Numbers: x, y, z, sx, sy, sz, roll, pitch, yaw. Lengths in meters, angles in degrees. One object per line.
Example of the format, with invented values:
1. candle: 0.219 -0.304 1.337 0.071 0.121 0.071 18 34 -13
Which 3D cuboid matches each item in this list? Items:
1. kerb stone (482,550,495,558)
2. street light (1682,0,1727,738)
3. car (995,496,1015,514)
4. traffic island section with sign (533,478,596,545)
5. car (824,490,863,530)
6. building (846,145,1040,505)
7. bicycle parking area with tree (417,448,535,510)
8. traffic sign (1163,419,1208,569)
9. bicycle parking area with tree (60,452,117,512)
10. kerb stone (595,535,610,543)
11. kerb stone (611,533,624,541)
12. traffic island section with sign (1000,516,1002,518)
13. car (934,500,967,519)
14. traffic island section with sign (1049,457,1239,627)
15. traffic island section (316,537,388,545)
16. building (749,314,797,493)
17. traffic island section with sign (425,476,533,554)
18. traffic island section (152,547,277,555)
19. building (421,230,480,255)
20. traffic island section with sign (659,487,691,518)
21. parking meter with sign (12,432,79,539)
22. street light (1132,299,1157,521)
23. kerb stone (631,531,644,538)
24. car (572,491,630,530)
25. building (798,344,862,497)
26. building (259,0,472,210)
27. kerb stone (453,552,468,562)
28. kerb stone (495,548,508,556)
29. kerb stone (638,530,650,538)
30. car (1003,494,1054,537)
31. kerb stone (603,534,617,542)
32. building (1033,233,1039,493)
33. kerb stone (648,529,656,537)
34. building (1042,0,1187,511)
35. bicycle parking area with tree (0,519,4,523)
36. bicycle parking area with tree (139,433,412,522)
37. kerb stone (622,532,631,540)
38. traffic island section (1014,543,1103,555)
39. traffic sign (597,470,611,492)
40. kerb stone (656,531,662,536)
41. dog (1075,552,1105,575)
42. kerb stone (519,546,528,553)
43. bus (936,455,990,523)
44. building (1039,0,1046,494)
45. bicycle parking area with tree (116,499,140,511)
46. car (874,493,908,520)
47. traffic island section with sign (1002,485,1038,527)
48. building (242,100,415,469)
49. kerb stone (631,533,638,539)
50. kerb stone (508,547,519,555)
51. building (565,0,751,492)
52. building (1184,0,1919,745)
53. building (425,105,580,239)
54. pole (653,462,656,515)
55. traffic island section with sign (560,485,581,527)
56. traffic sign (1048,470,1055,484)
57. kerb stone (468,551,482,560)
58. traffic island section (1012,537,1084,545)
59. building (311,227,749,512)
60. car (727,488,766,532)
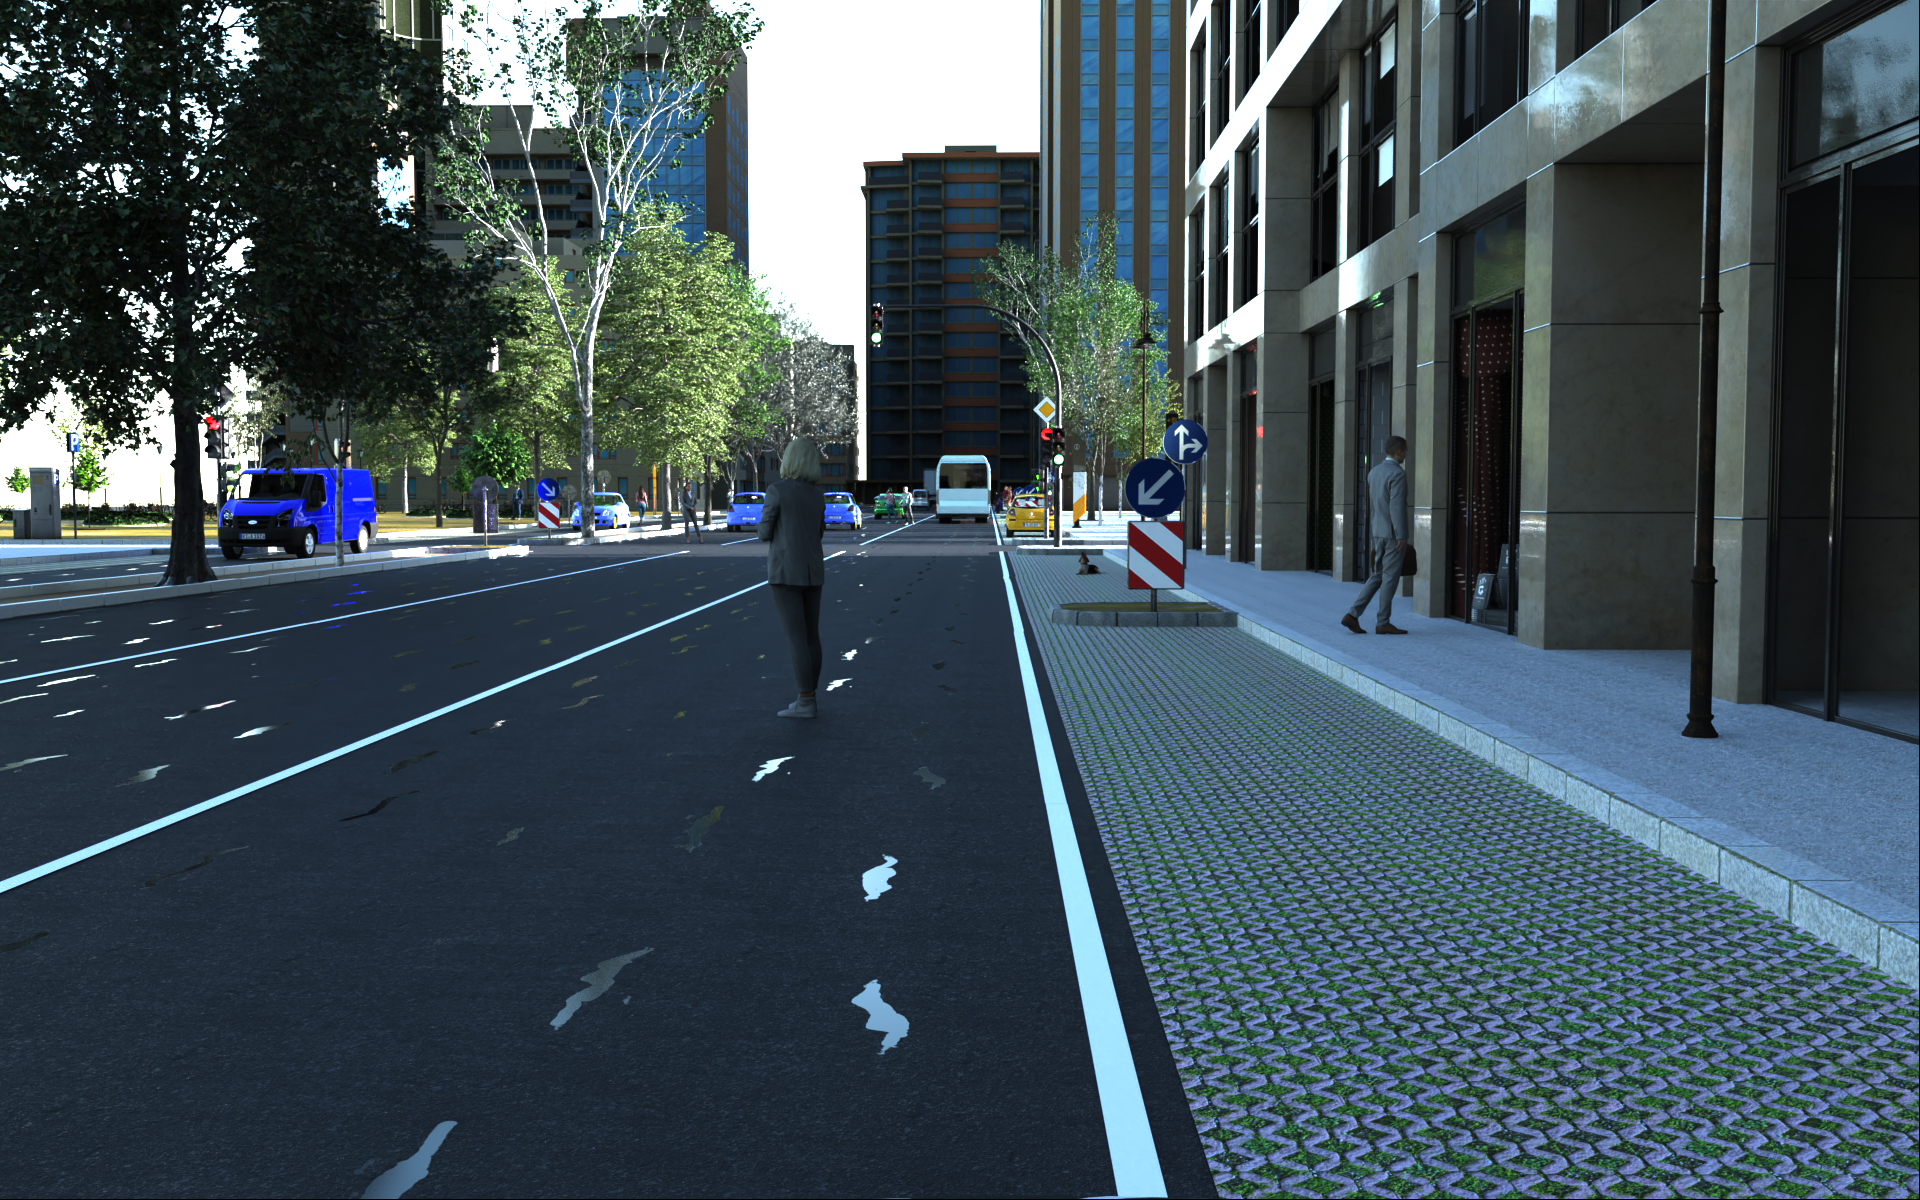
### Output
1. kerb stone: -10.751 -1.030 39.084 0.120 0.150 1.000 0 4 1
2. street light: 3.922 -2.215 9.002 0.468 5.910 1.993 0 4 1
3. car: 3.527 -7.054 127.919 1.945 1.354 3.894 0 4 1
4. traffic island section with sign: -11.618 -2.538 49.631 2.006 1.907 1.989 0 4 1
5. car: -4.925 -3.696 70.028 1.945 1.707 3.694 0 4 1
6. building: 0.683 -34.593 220.212 28.867 44.769 22.147 0 4 1
7. bicycle parking area with tree: -30.876 -7.613 111.474 9.016 4.147 8.231 1 4 20
8. traffic sign: 3.849 -1.808 29.667 0.768 2.556 0.104 0 4 4
9. bicycle parking area with tree: -50.266 -7.124 103.475 8.231 4.147 9.016 1 4 13
10. kerb stone: -10.562 -1.758 51.002 0.120 0.150 1.000 0 4 1
11. kerb stone: -10.525 -1.886 53.059 0.120 0.150 1.000 0 4 1
12. traffic island section with sign: 3.368 -5.715 102.072 1.989 1.847 2.006 0 4 1
13. car: -0.472 -5.730 102.731 2.155 1.783 4.494 0 4 2
14. traffic island section with sign: 2.017 -0.665 19.509 1.989 1.847 2.006 0 4 1
15. traffic island section: -17.838 -1.700 50.076 2.009 0.180 2.903 0 4 1
16. building: -33.835 -20.909 186.909 28.899 21.520 27.650 0 4 1
17. traffic island section with sign: -11.749 -2.085 42.225 2.006 1.907 1.989 0 4 1
18. traffic island section: -17.969 -1.212 42.092 2.009 0.180 2.903 0 4 1
19. building: -55.428 -25.783 193.249 14.107 30.474 14.160 0 4 1
20. traffic island section with sign: -16.652 -5.733 102.368 1.989 1.847 2.006 0 4 1
21. parking meter with sign: -26.007 -3.239 49.220 1.738 3.016 0.543 0 4 -1
22. street light: 4.378 -4.187 41.245 0.468 5.910 1.993 0 4 1
23. kerb stone: -10.484 -2.075 56.126 0.120 0.150 1.000 0 4 1
24. car: -14.439 -3.673 69.642 1.945 1.707 3.694 0 4 1
25. building: -28.142 -23.220 224.681 28.899 21.520 27.650 0 4 1
26. building: -74.572 -47.748 218.932 20.611 71.187 20.563 0 4 1
27. kerb stone: -10.790 -0.906 37.034 0.120 0.150 1.000 0 4 1
28. kerb stone: -10.730 -1.093 40.106 0.120 0.150 1.000 0 4 1
29. kerb stone: -10.462 -2.138 57.151 0.120 0.150 1.000 0 4 1
30. car: 2.425 -2.938 58.257 2.015 1.641 3.980 0 4 3
31. kerb stone: -10.544 -1.825 52.028 0.120 0.150 1.000 0 4 1
32. building: 15.146 -25.743 192.599 14.160 30.474 14.107 0 4 1
33. kerb stone: -10.446 -2.201 58.178 0.120 0.150 1.000 0 4 1
34. building: 14.232 -30.554 149.661 14.600 45.320 14.200 0 4 1
35. bicycle parking area with tree: -43.971 -5.152 71.230 9.016 4.147 8.231 0 4 -4
36. bicycle parking area with tree: -32.633 -5.869 82.957 9.016 4.147 8.231 2 4 30
37. kerb stone: -10.505 -1.944 54.082 0.120 0.150 1.000 0 4 1
38. traffic island section: 2.370 -1.191 41.756 2.009 0.180 2.903 0 4 1
39. traffic sign: -18.830 -5.592 91.535 0.768 2.556 0.104 0 4 7
40. kerb stone: -10.433 -2.263 59.200 0.120 0.150 1.000 0 4 1
41. dog: 2.352 -0.650 30.815 0.748 0.427 0.550 -1 4 -15
42. kerb stone: -10.702 -1.221 42.157 0.120 0.150 1.000 0 4 1
43. bus: 0.172 -5.752 88.905 2.948 3.499 13.247 0 3 0
44. building: 18.317 -38.432 170.361 21.231 58.520 28.212 0 4 1
45. bicycle parking area with tree: -40.168 -6.683 96.272 8.231 4.147 9.016 1 4 9
46. car: -3.912 -5.498 98.691 1.959 1.807 4.718 0 4 0
47. traffic island section with sign: 2.929 -4.067 75.120 1.989 1.847 2.006 0 4 1
48. building: -70.009 -33.227 193.365 14.200 45.320 14.600 0 4 1
49. kerb stone: -10.489 -2.013 55.103 0.120 0.150 1.000 0 4 1
50. kerb stone: -10.722 -1.158 41.135 0.120 0.150 1.000 0 4 1
51. building: -27.497 -31.270 161.374 14.600 45.320 14.200 0 4 1
52. building: 14.567 -13.357 22.897 19.350 26.468 34.151 0 4 1
53. building: -53.471 -36.422 219.205 21.600 48.544 21.300 0 4 1
54. pole: -18.587 -6.822 105.385 0.158 3.312 0.155 0 3 0
55. traffic island section with sign: -17.093 -4.085 75.416 1.989 1.847 2.006 0 4 1
56. traffic sign: 4.889 -5.634 92.225 0.768 2.556 0.104 0 4 6
57. kerb stone: -10.767 -0.970 38.056 0.120 0.150 1.000 0 4 1
58. traffic island section: 2.500 -1.679 49.740 2.009 0.180 2.903 0 4 1
59. building: -33.147 -18.038 139.956 27.650 21.520 28.899 0 4 1
60. car: -7.949 -3.487 66.601 1.945 1.707 3.694 0 4 -1
